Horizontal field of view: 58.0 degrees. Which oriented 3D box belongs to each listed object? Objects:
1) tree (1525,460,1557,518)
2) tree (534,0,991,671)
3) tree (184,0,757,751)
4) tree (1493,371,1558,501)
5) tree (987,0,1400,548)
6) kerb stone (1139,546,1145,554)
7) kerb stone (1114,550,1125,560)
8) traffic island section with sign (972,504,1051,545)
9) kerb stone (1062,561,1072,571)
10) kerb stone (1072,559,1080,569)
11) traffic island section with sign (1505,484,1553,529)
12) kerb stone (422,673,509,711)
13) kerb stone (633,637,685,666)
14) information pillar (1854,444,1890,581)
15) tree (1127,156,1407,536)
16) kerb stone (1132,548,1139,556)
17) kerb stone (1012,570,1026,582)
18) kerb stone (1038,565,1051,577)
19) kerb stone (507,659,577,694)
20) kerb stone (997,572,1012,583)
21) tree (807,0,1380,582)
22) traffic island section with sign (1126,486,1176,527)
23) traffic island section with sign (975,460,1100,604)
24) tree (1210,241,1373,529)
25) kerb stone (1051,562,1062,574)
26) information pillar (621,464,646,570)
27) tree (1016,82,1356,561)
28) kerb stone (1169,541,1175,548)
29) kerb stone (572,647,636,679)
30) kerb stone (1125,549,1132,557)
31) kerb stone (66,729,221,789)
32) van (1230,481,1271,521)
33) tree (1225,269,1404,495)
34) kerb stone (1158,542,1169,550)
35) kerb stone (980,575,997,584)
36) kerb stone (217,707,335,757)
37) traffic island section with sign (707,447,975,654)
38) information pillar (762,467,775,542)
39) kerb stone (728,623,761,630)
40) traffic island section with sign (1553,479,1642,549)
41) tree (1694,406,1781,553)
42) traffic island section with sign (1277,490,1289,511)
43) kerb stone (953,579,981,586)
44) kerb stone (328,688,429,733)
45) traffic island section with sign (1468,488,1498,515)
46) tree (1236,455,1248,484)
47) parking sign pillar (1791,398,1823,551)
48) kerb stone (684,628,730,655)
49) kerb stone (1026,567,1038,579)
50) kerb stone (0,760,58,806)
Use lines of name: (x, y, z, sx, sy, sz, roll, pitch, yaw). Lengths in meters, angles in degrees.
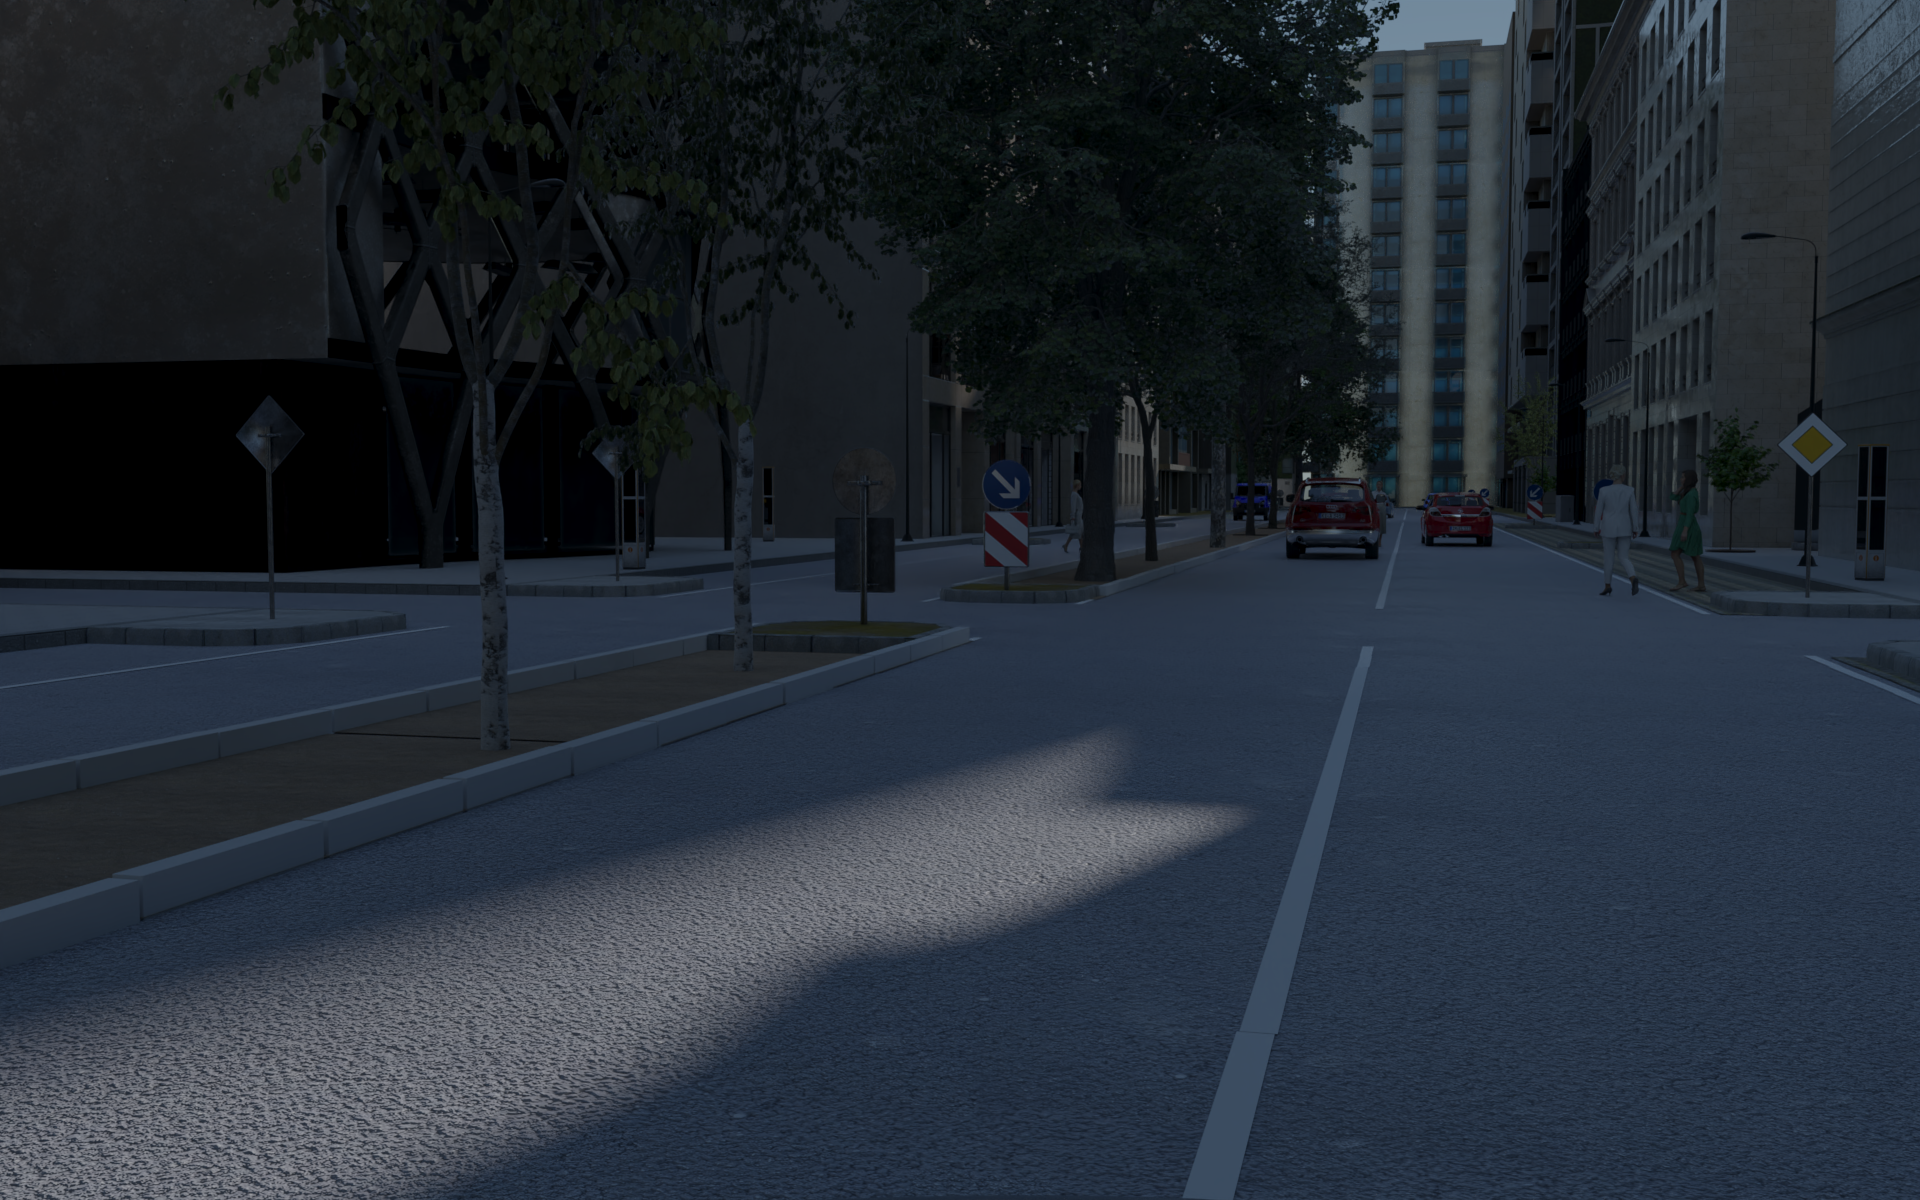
tree: (33.064, -6.321, 97.958, 1.663, 3.219, 1.824, 0, 3, 0)
tree: (-1.703, -3.739, 13.948, 4.360, 8.622, 3.978, 0, 3, 0)
tree: (-2.617, -3.447, 9.183, 4.737, 8.622, 4.395, 0, 3, 0)
tree: (34.153, -9.351, 103.255, 4.737, 8.622, 4.395, 0, 3, 0)
tree: (5.907, -11.518, 46.660, 12.611, 20.169, 13.585, 0, 3, 0)
kerb stone: (4.228, -1.156, 41.097, 0.120, 0.150, 1.000, 1, 4, 15)
kerb stone: (3.444, -0.972, 38.126, 0.120, 0.150, 1.000, 1, 4, 15)
traffic island section with sign: (1.530, -2.497, 49.451, 1.989, 1.847, 2.006, 1, 4, 15)
kerb stone: (1.889, -0.611, 32.177, 0.120, 0.150, 1.000, 1, 4, 15)
kerb stone: (2.146, -0.671, 33.167, 0.120, 0.150, 1.000, 1, 4, 15)
traffic island section with sign: (23.644, -3.861, 71.760, 1.989, 1.847, 2.006, 1, 4, 15)
kerb stone: (-3.409, 0.633, 11.843, 0.120, 0.150, 1.000, 1, 4, 15)
kerb stone: (-2.630, 0.452, 14.812, 0.120, 0.150, 1.000, 1, 4, 15)
information pillar: (13.500, -1.294, 25.648, 0.304, 2.012, 0.304, 0, 4, -5)
tree: (9.964, -8.935, 58.921, 12.009, 13.543, 11.850, 0, 3, 0)
kerb stone: (3.957, -1.096, 40.111, 0.120, 0.150, 1.000, 1, 4, 15)
kerb stone: (0.861, -0.367, 28.204, 0.120, 0.150, 1.000, 1, 4, 15)
kerb stone: (1.379, -0.489, 30.192, 0.120, 0.150, 1.000, 1, 4, 15)
kerb stone: (-3.148, 0.575, 12.831, 0.120, 0.150, 1.000, 1, 4, 15)
kerb stone: (0.600, -0.307, 27.216, 0.120, 0.150, 1.000, 1, 4, 15)
tree: (2.253, -7.282, 28.167, 9.857, 13.997, 8.962, 0, 3, 0)
traffic island section with sign: (8.383, -4.105, 75.744, 1.989, 1.847, 2.006, 1, 4, 15)
traffic island section with sign: (0.779, -0.947, 23.625, 2.006, 1.907, 1.989, 1, 4, 15)
tree: (12.911, -8.709, 70.597, 9.928, 11.665, 9.643, 0, 3, 0)
kerb stone: (1.640, -0.547, 31.180, 0.120, 0.150, 1.000, 1, 4, 15)
information pillar: (-5.551, -1.527, 29.455, 0.304, 2.012, 0.304, 1, 4, 16)
tree: (4.188, -6.116, 36.874, 8.767, 10.594, 7.601, 1, 4, 15)
kerb stone: (5.528, -1.460, 46.072, 0.120, 0.150, 1.000, 1, 4, 15)
kerb stone: (-2.883, 0.512, 13.821, 0.120, 0.150, 1.000, 1, 4, 15)
kerb stone: (3.700, -1.031, 39.116, 0.120, 0.150, 1.000, 1, 4, 15)
kerb stone: (-4.179, 0.816, 8.861, 0.120, 0.150, 1.000, 1, 4, 15)
van: (16.018, -5.516, 94.565, 2.240, 2.365, 5.245, 1, 4, 14)
tree: (16.147, -9.953, 82.199, 9.611, 12.733, 9.660, 0, 3, 0)
kerb stone: (5.253, -1.400, 45.083, 0.120, 0.150, 1.000, 1, 4, 15)
kerb stone: (0.341, -0.245, 26.223, 0.120, 0.150, 1.000, 1, 4, 15)
kerb stone: (-3.926, 0.759, 9.851, 0.120, 0.150, 1.000, 1, 4, 15)
traffic island section with sign: (-1.098, -0.509, 16.459, 2.006, 1.907, 1.989, 1, 4, 15)
information pillar: (-5.168, -2.586, 46.773, 0.304, 2.012, 0.304, 0, 3, 0)
kerb stone: (-2.116, 0.333, 16.793, 0.120, 0.150, 1.000, 1, 4, 15)
traffic island section with sign: (16.848, -2.266, 45.672, 1.989, 1.847, 2.006, 1, 4, 15)
tree: (16.971, -2.657, 38.046, 1.663, 3.219, 1.824, 0, 3, 0)
traffic island section with sign: (27.840, -8.672, 150.411, 1.989, 1.847, 2.006, 1, 4, 15)
kerb stone: (0.083, -0.180, 25.233, 0.120, 0.150, 1.000, 1, 4, 15)
kerb stone: (-3.673, 0.699, 10.855, 0.120, 0.150, 1.000, 1, 4, 15)
traffic island section with sign: (36.269, -6.827, 120.242, 1.989, 1.847, 2.006, 1, 4, 15)
tree: (23.200, -9.826, 144.373, 4.285, 4.588, 4.351, 0, 3, 0)
parking sign pillar: (19.728, -3.110, 39.320, 1.447, 3.967, 1.447, 3, 4, 38)
kerb stone: (-2.371, 0.391, 15.803, 0.120, 0.150, 1.000, 1, 4, 15)
kerb stone: (1.116, -0.427, 29.194, 0.120, 0.150, 1.000, 1, 4, 15)
kerb stone: (-4.439, 0.876, 7.870, 0.120, 0.150, 1.000, 1, 4, 15)
